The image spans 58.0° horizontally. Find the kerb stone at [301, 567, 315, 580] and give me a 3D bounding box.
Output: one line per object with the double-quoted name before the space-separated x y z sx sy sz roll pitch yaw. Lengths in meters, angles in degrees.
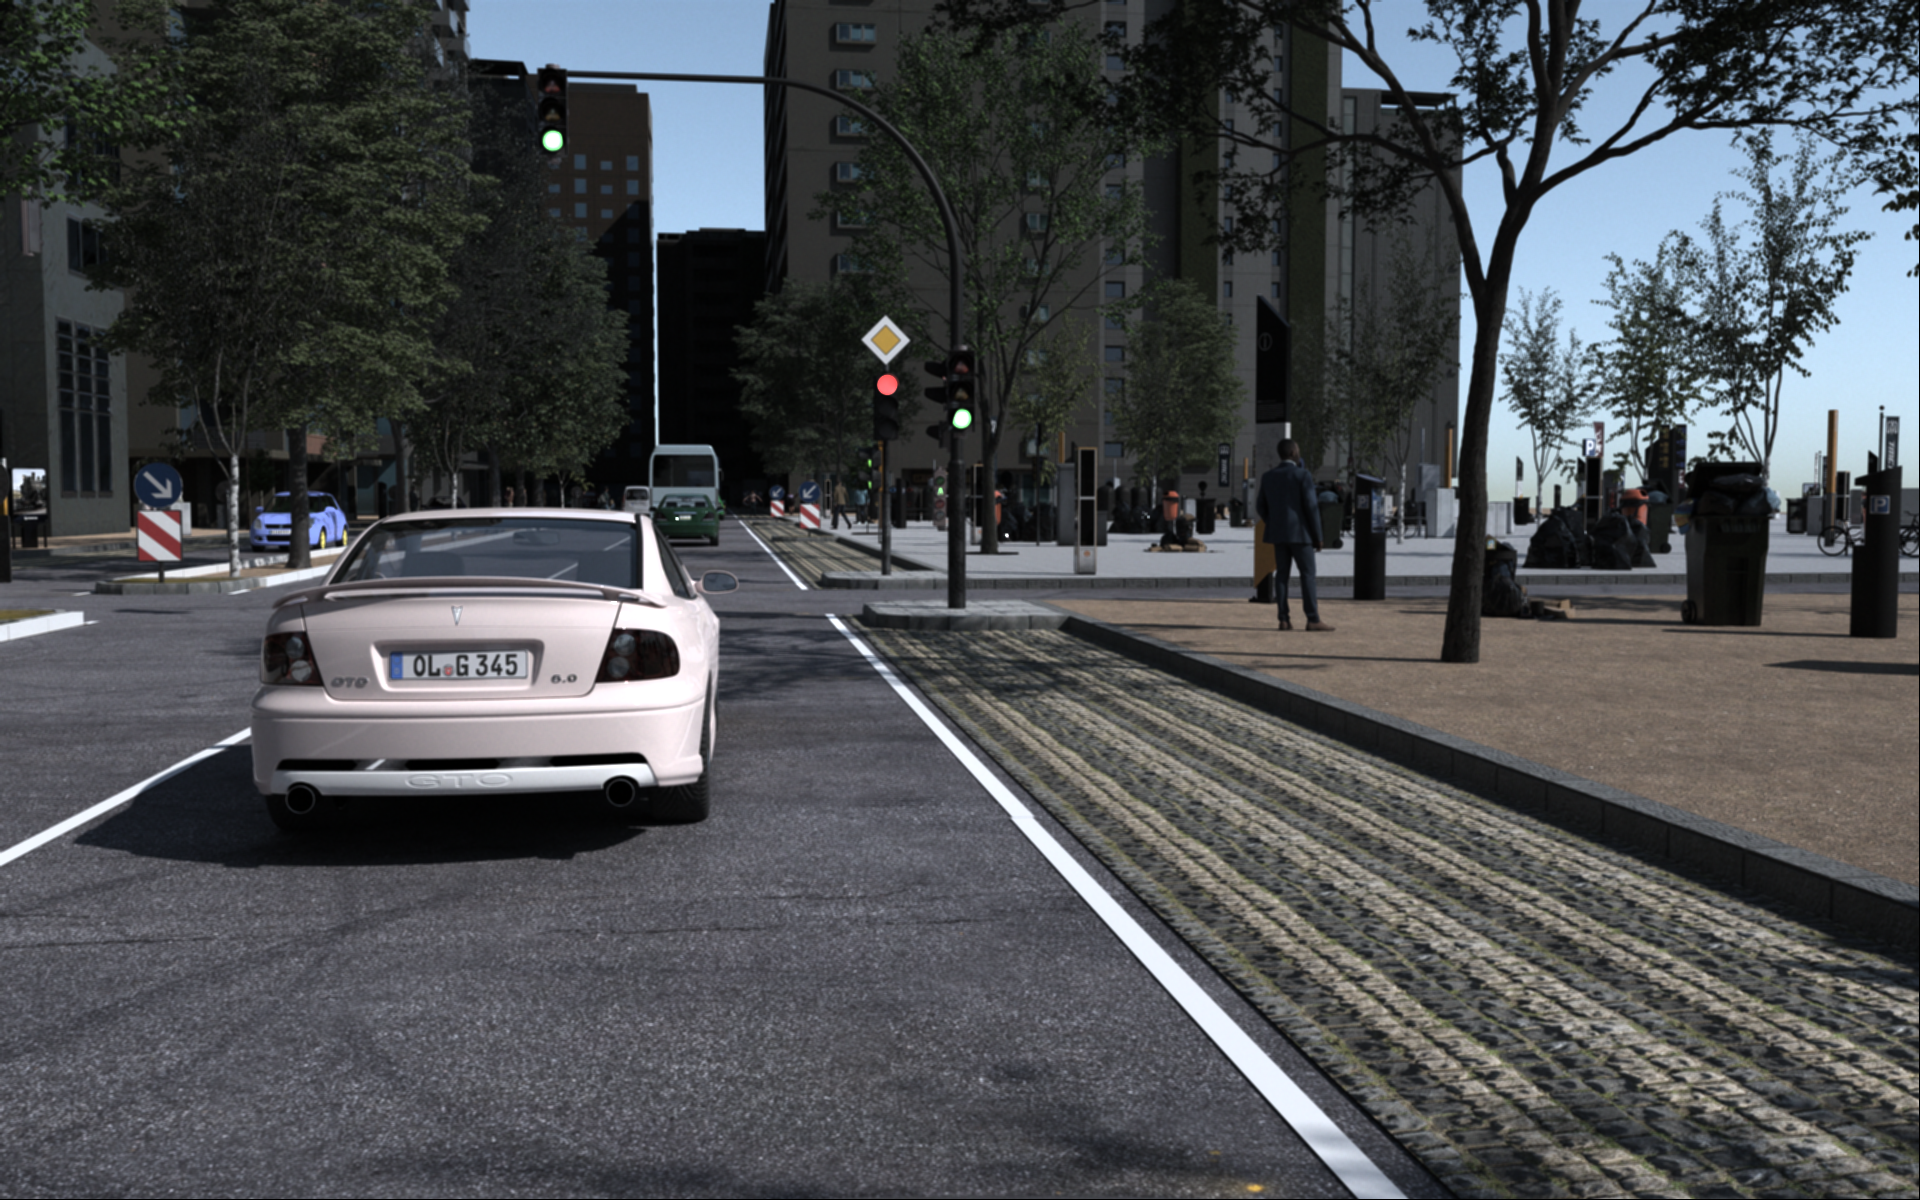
"kerb stone" -11.061 -0.423 29.114 0.120 0.150 1.000 0 4 -8

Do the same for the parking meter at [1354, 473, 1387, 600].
"parking meter" 4.977 -0.771 21.017 0.372 1.533 0.369 0 3 0

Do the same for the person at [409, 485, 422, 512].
"person" -23.047 -3.951 73.276 0.590 1.801 0.661 -1 4 -20

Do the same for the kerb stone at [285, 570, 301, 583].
"kerb stone" -10.922 -0.355 28.100 0.120 0.150 1.000 0 4 -8

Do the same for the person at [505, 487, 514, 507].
"person" -25.476 -5.476 98.013 0.580 1.828 0.573 1 4 17

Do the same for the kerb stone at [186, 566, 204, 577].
"kerb stone" -13.285 -0.467 29.842 0.120 0.150 1.000 0 4 -8

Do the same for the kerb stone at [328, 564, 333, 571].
"kerb stone" -11.356 -0.548 31.154 0.120 0.150 1.000 0 4 -8

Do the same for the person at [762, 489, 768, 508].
"person" -18.267 -9.494 162.101 0.721 1.723 1.217 -2 4 -23

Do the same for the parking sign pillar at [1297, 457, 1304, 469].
"parking sign pillar" 17.575 -6.251 90.670 1.447 3.967 1.447 2 4 34

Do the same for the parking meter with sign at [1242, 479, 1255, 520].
"parking meter with sign" 14.372 -5.486 85.951 1.738 3.016 0.543 -2 4 -31

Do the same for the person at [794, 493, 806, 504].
"person" -10.075 -6.439 111.283 1.348 1.831 0.705 0 4 -5

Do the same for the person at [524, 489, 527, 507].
"person" -29.960 -6.717 118.881 0.434 1.755 0.990 -1 4 -12

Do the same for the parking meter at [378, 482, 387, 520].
"parking meter" -28.057 -4.799 84.175 0.255 1.863 0.399 1 4 13

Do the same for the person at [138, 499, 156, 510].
"person" -18.943 -1.911 40.411 0.731 1.740 0.598 1 4 16

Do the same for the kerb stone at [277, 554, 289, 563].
"kerb stone" -14.159 -0.841 35.943 0.120 0.150 1.000 0 4 -8

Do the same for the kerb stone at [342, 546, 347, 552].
"kerb stone" -15.023 -1.203 42.019 0.120 0.150 1.000 0 4 -8

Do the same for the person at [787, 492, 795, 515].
"person" -10.432 -5.961 106.741 0.421 1.427 0.697 -2 4 -26

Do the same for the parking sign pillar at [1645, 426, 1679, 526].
"parking sign pillar" 28.222 -4.965 69.645 1.447 3.967 1.447 -2 4 -34

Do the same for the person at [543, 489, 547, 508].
"person" -24.856 -5.749 103.217 0.721 1.735 1.217 0 4 -1

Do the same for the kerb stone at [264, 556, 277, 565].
"kerb stone" -14.009 -0.777 34.931 0.120 0.150 1.000 0 4 -8

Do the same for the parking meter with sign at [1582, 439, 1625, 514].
"parking meter with sign" 20.388 -3.544 54.210 0.543 3.016 1.738 -3 4 -36

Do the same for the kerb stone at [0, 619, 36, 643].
"kerb stone" -9.400 0.296 17.372 0.120 0.150 1.000 0 4 -8

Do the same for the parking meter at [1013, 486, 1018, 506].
"parking meter" 3.270 -6.000 103.817 0.399 1.863 0.255 1 4 16

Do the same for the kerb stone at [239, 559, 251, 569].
"kerb stone" -13.717 -0.654 32.893 0.120 0.150 1.000 0 4 -8

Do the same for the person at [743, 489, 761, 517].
"person" -12.906 -6.025 107.711 1.217 1.736 0.721 0 4 2

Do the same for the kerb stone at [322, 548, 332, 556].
"kerb stone" -14.735 -1.089 39.995 0.120 0.150 1.000 0 4 -8

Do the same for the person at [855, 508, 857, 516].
"person" -5.921 -5.805 101.712 0.466 1.731 0.760 2 4 26

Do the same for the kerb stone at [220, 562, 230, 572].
"kerb stone" -13.577 -0.585 31.875 0.120 0.150 1.000 0 4 -8

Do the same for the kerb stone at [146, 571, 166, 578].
"kerb stone" -13.005 -0.340 27.809 0.120 0.150 1.000 0 4 -8

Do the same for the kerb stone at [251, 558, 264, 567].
"kerb stone" -13.863 -0.717 33.912 0.120 0.150 1.000 0 4 -8

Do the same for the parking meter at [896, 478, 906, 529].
"parking meter" -2.177 -3.573 64.122 0.255 1.863 0.399 2 4 30

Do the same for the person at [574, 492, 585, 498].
"person" -25.875 -6.641 117.880 0.742 1.727 0.445 -1 4 -17

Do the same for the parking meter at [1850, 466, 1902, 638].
"parking meter" 8.208 -0.435 15.523 0.372 1.533 0.369 0 3 0

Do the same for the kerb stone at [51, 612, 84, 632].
"kerb stone" -9.547 0.233 18.383 0.120 0.150 1.000 0 4 -8

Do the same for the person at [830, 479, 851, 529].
"person" -4.340 -3.509 63.321 0.836 1.842 0.656 1 4 19

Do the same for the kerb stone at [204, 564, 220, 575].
"kerb stone" -13.442 -0.526 30.860 0.120 0.150 1.000 0 4 -8

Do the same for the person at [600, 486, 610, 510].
"person" -18.429 -4.987 90.027 0.713 1.824 0.794 -1 4 -18

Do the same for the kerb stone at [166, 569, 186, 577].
"kerb stone" -13.143 -0.405 28.822 0.120 0.150 1.000 0 4 -8

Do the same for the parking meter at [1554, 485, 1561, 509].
"parking meter" 36.533 -6.128 105.898 0.255 1.863 0.399 -1 4 -8

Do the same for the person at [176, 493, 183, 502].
"person" -29.441 -3.598 65.101 0.641 1.798 0.478 3 5 43

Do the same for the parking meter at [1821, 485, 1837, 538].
"parking meter" 25.633 -2.609 51.072 0.372 1.533 0.369 0 3 0

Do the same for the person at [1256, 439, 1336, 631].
"person" 3.132 -0.614 16.263 0.721 1.800 0.419 2 4 33

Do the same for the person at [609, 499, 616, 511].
"person" -19.570 -5.058 96.690 0.738 1.151 1.012 0 4 2

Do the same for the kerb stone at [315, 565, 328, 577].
"kerb stone" -11.212 -0.484 30.142 0.120 0.150 1.000 0 4 -8

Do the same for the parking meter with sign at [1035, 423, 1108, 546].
"parking meter with sign" 2.740 -2.835 42.608 1.738 3.016 0.543 0 4 -5

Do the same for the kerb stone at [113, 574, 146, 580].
"kerb stone" -12.862 -0.277 26.797 0.120 0.150 1.000 0 4 -8

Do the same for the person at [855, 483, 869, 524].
"person" -4.179 -4.161 74.089 0.660 1.820 0.620 1 4 12

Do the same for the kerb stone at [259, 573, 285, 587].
"kerb stone" -10.777 -0.293 27.082 0.120 0.150 1.000 0 4 -8

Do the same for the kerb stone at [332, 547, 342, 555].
"kerb stone" -14.866 -1.151 41.009 0.120 0.150 1.000 0 4 -8

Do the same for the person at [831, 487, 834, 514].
"person" -8.199 -6.285 109.612 0.445 1.727 0.742 1 4 21

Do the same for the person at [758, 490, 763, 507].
"person" -20.655 -10.502 178.681 0.756 1.711 0.436 -3 5 -45

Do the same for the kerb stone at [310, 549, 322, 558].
"kerb stone" -14.585 -1.027 38.983 0.120 0.150 1.000 0 4 -8
